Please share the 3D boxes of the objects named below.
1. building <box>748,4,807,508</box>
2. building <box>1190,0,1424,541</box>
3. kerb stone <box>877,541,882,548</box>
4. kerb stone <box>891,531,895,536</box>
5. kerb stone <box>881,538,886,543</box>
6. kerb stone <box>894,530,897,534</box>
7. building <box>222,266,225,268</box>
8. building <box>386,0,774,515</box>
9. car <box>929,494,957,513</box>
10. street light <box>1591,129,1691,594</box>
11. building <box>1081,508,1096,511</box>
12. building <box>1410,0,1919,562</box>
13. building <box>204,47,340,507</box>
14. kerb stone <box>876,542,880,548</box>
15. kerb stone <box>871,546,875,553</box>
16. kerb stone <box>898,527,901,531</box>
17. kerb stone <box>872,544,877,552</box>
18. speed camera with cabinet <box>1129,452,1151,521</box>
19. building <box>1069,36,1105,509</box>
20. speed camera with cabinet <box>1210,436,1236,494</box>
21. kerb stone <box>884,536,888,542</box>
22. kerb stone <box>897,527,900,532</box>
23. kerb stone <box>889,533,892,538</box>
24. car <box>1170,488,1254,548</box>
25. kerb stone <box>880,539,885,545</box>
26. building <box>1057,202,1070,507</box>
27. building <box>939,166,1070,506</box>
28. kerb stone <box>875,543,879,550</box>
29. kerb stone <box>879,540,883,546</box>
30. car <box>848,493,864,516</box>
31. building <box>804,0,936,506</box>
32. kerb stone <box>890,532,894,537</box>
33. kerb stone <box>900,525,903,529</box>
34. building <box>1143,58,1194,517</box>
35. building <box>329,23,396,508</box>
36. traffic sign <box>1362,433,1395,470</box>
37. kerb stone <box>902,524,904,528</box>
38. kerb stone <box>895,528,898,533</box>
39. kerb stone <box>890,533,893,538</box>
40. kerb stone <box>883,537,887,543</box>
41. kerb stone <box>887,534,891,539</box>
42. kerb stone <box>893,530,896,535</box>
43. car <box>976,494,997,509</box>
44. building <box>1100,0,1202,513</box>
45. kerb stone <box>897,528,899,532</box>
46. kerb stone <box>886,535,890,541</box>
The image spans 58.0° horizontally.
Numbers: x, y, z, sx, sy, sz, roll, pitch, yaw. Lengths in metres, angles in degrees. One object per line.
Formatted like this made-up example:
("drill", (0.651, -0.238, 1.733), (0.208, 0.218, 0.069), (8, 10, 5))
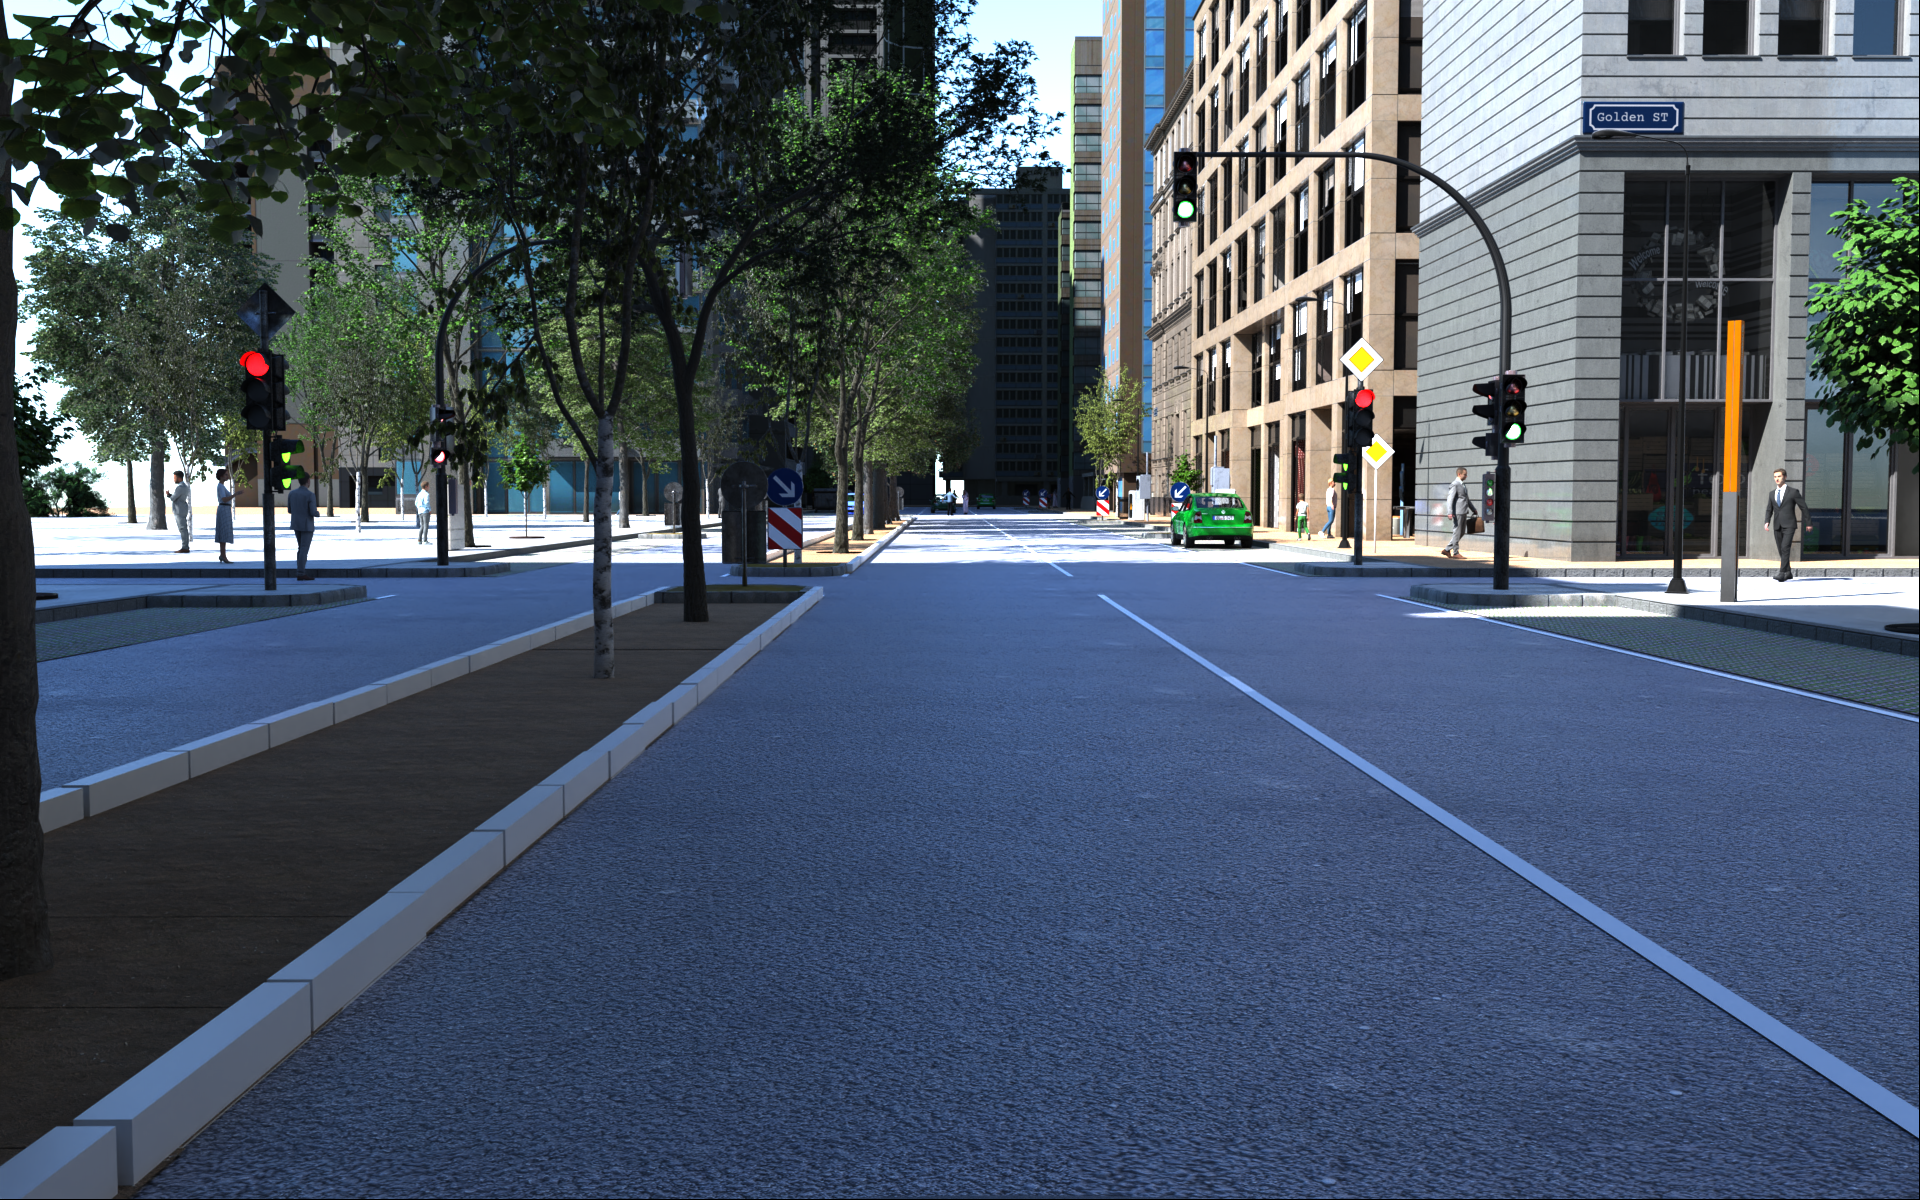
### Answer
("building", (-24.645, -32.005, 146.982), (21.300, 48.544, 21.600), (0, 4, -1))
("building", (20.577, -15.857, 63.782), (19.350, 26.468, 34.151), (0, 4, -1))
("kerb stone", (-2.156, -1.367, 44.607), (0.120, 0.150, 1.000), (0, 4, -1))
("kerb stone", (-2.258, -2.061, 55.885), (0.120, 0.150, 1.000), (0, 4, -1))
("kerb stone", (-2.181, -1.560, 47.694), (0.120, 0.150, 1.000), (0, 4, -1))
("kerb stone", (-2.277, -2.185, 57.937), (0.120, 0.150, 1.000), (0, 4, -1))
("building", (-75.587, -26.079, 198.091), (14.107, 30.474, 14.160), (0, 4, -1))
("building", (-25.813, -30.640, 120.572), (23.786, 49.044, 30.456), (0, 4, -1))
("car", (-1.281, -7.313, 131.358), (2.131, 1.459, 4.920), (0, 4, -2))
("street light", (8.733, -3.038, 22.216), (1.470, 5.913, 1.316), (0, 4, -1))
("building", (26.456, -27.395, 139.785), (32.217, 40.220, 23.993), (0, 4, -1))
("building", (26.235, -15.895, 37.378), (29.804, 29.767, 11.434), (0, 4, -1))
("building", (-64.529, -31.903, 171.729), (14.200, 45.320, 14.600), (0, 4, -1))
("kerb stone", (-2.148, -1.308, 43.585), (0.120, 0.150, 1.000), (0, 4, -1))
("kerb stone", (-2.118, -1.120, 40.512), (0.120, 0.150, 1.000), (0, 4, -1))
("kerb stone", (-2.330, -2.495, 63.050), (0.120, 0.150, 1.000), (0, 4, -1))
("kerb stone", (-2.128, -1.182, 41.541), (0.120, 0.150, 1.000), (0, 4, -1))
("speed camera with cabinet", (8.578, -5.405, 82.700), (0.660, 3.252, 2.038), (-1, 4, -9))
("building", (16.952, -29.066, 158.823), (14.154, 41.232, 14.086), (0, 4, -1))
("speed camera with cabinet", (8.830, -3.896, 58.041), (0.660, 3.252, 2.038), (0, 4, 1))
("kerb stone", (-2.206, -1.685, 49.739), (0.120, 0.150, 1.000), (0, 4, -1))
("kerb stone", (-2.318, -2.436, 62.027), (0.120, 0.150, 1.000), (0, 4, -1))
("kerb stone", (-2.236, -1.870, 52.816), (0.120, 0.150, 1.000), (0, 4, -1))
("car", (6.802, -2.339, 47.033), (1.959, 1.807, 4.718), (0, 4, 0))
("kerb stone", (-2.172, -1.496, 46.660), (0.120, 0.150, 1.000), (0, 4, -1))
("building", (16.675, -24.573, 173.463), (14.160, 30.474, 14.107), (0, 4, -1))
("building", (9.463, -31.574, 208.115), (23.993, 40.220, 32.217), (0, 4, -1))
("kerb stone", (-2.134, -1.243, 42.563), (0.120, 0.150, 1.000), (0, 4, -1))
("kerb stone", (-2.170, -1.434, 45.638), (0.120, 0.150, 1.000), (0, 4, -1))
("car", (-6.698, -6.189, 110.781), (1.945, 1.707, 3.694), (0, 4, 1))
("building", (-13.176, -46.632, 200.688), (20.611, 71.187, 20.563), (0, 4, -1))
("kerb stone", (-2.255, -1.998, 54.863), (0.120, 0.150, 1.000), (0, 4, -1))
("kerb stone", (-2.356, -2.687, 66.132), (0.120, 0.150, 1.000), (0, 4, -1))
("building", (17.476, -18.144, 93.913), (12.463, 27.353, 25.104), (0, 4, -1))
("building", (-47.094, -44.626, 167.881), (20.611, 71.187, 20.563), (0, 4, -1))
("traffic sign", (9.023, -2.310, 37.498), (0.795, 2.593, 0.064), (1, 4, 8))
("kerb stone", (-2.377, -2.813, 68.185), (0.120, 0.150, 1.000), (0, 4, -1))
("kerb stone", (-2.301, -2.307, 59.981), (0.120, 0.150, 1.000), (0, 4, -1))
("kerb stone", (-2.241, -1.930, 53.841), (0.120, 0.150, 1.000), (0, 4, -1))
("kerb stone", (-2.191, -1.622, 48.716), (0.120, 0.150, 1.000), (0, 4, -1))
("kerb stone", (-2.218, -1.810, 51.789), (0.120, 0.150, 1.000), (0, 4, -1))
("kerb stone", (-2.264, -2.123, 56.914), (0.120, 0.150, 1.000), (0, 4, -1))
("car", (2.502, -9.548, 164.909), (1.959, 1.807, 4.718), (0, 4, 1))
("building", (17.356, -28.763, 120.387), (14.600, 45.320, 14.200), (0, 4, -1))
("kerb stone", (-2.312, -2.374, 61.003), (0.120, 0.150, 1.000), (0, 4, -1))
("kerb stone", (-2.216, -1.740, 50.761), (0.120, 0.150, 1.000), (0, 4, -1))
